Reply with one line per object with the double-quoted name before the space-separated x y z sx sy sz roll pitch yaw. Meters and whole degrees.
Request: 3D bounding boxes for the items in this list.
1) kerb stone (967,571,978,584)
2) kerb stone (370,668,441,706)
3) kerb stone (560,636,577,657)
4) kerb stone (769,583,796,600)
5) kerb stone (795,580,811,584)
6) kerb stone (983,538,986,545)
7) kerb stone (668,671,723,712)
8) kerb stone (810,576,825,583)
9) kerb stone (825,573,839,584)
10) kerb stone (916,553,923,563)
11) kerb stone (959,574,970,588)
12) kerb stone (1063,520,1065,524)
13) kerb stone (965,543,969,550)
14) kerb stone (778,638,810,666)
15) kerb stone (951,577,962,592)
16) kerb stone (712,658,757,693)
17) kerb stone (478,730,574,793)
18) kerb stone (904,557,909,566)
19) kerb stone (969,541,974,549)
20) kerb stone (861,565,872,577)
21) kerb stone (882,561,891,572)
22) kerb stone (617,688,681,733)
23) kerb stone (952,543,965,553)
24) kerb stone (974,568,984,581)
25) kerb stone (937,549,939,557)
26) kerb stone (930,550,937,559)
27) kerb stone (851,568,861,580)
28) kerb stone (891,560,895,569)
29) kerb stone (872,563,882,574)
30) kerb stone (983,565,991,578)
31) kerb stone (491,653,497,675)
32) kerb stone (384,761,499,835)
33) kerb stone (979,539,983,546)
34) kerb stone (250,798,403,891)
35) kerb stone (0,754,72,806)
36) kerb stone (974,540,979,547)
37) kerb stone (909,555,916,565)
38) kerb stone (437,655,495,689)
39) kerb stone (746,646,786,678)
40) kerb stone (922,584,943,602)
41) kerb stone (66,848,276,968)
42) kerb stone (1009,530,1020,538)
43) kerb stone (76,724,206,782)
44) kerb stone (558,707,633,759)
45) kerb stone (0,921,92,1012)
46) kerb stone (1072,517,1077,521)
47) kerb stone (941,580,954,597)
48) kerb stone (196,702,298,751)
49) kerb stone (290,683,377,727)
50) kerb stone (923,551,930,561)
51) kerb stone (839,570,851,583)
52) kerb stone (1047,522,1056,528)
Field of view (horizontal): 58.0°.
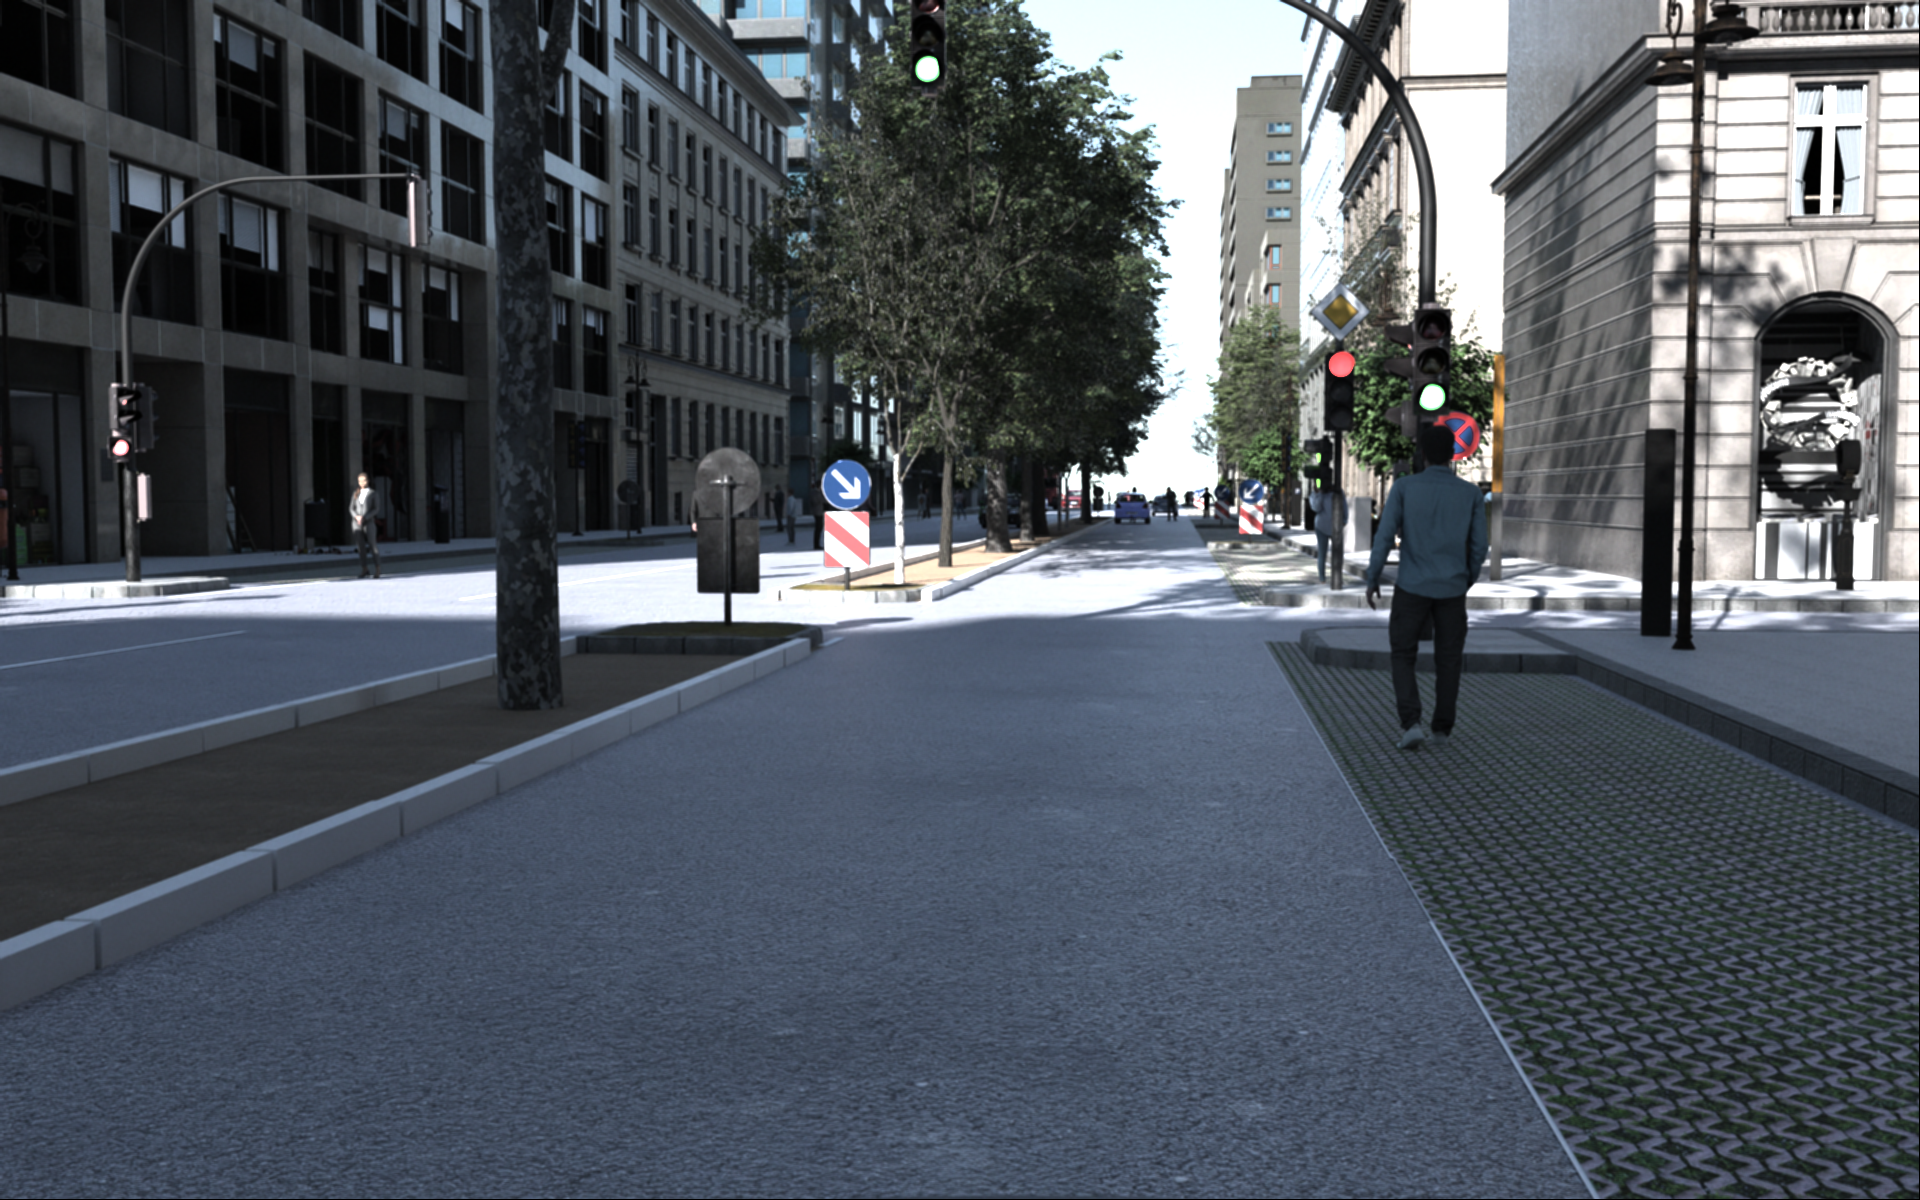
"kerb stone" 0.125 -0.330 27.597 0.120 0.150 1.000 0 4 7
"kerb stone" -3.915 0.618 12.098 0.120 0.150 1.000 0 4 7
"kerb stone" -3.528 0.433 15.157 0.120 0.150 1.000 0 4 7
"kerb stone" -2.456 -0.094 23.818 0.120 0.150 1.000 0 4 7
"kerb stone" -2.335 -0.162 24.838 0.120 0.150 1.000 0 4 7
"kerb stone" 0.567 -1.593 48.242 0.120 0.150 1.000 0 4 7
"kerb stone" -1.831 0.633 11.846 0.120 0.150 1.000 0 4 7
"kerb stone" -2.213 -0.224 25.858 0.120 0.150 1.000 0 4 7
"kerb stone" -2.076 -0.286 26.873 0.120 0.150 1.000 0 4 7
"kerb stone" -0.948 -0.843 36.040 0.120 0.150 1.000 0 4 7
"kerb stone" -0.003 -0.265 26.583 0.120 0.150 1.000 0 4 7
"kerb stone" 4.728 -3.642 81.818 0.120 0.150 1.000 0 4 7
"kerb stone" 0.056 -1.340 44.177 0.120 0.150 1.000 0 4 7
"kerb stone" -1.451 0.446 14.902 0.120 0.150 1.000 0 4 7
"kerb stone" -0.122 -0.206 25.568 0.120 0.150 1.000 0 4 7
"kerb stone" -1.708 0.571 12.861 0.120 0.150 1.000 0 4 7
"kerb stone" -2.204 0.819 8.798 0.120 0.150 1.000 0 4 7
"kerb stone" -1.197 -0.718 34.007 0.120 0.150 1.000 0 4 7
"kerb stone" 0.190 -1.403 45.190 0.120 0.150 1.000 0 4 7
"kerb stone" -1.709 -0.473 29.925 0.120 0.150 1.000 0 4 7
"kerb stone" -1.460 -0.597 31.961 0.120 0.150 1.000 0 4 7
"kerb stone" -1.961 0.695 10.832 0.120 0.150 1.000 0 4 7
"kerb stone" -0.066 -1.279 43.152 0.120 0.150 1.000 0 4 7
"kerb stone" 0.241 -0.392 28.612 0.120 0.150 1.000 0 4 7
"kerb stone" -0.575 -1.033 39.094 0.120 0.150 1.000 0 4 7
"kerb stone" -0.693 -0.971 38.078 0.120 0.150 1.000 0 4 7
"kerb stone" -1.838 -0.410 28.905 0.120 0.150 1.000 0 4 7
"kerb stone" -1.332 -0.659 32.982 0.120 0.150 1.000 0 4 7
"kerb stone" -1.584 -0.534 30.946 0.120 0.150 1.000 0 4 7
"kerb stone" 0.369 -0.455 29.636 0.120 0.150 1.000 0 4 7
"kerb stone" -3.661 0.495 14.143 0.120 0.150 1.000 0 4 7
"kerb stone" -2.331 0.888 7.767 0.120 0.150 1.000 0 4 7
"kerb stone" 0.438 -1.525 47.223 0.120 0.150 1.000 0 4 7
"kerb stone" -2.460 0.945 6.748 0.120 0.150 1.000 0 4 7
"kerb stone" -4.412 0.866 8.031 0.120 0.150 1.000 0 4 7
"kerb stone" 0.315 -1.465 46.209 0.120 0.150 1.000 0 4 7
"kerb stone" -1.074 -0.784 35.026 0.120 0.150 1.000 0 4 7
"kerb stone" -3.792 0.560 13.117 0.120 0.150 1.000 0 4 7
"kerb stone" -1.583 0.508 13.885 0.120 0.150 1.000 0 4 7
"kerb stone" -0.385 -0.082 23.540 0.120 0.150 1.000 0 4 7
"kerb stone" -2.590 1.008 5.732 0.120 0.150 1.000 0 4 7
"kerb stone" 1.831 -2.217 58.438 0.120 0.150 1.000 0 4 7
"kerb stone" -4.291 0.804 9.051 0.120 0.150 1.000 0 4 7
"kerb stone" -2.084 0.757 9.817 0.120 0.150 1.000 0 4 7
"kerb stone" -2.722 1.071 4.718 0.120 0.150 1.000 0 4 7
"kerb stone" 5.989 -4.269 91.992 0.120 0.150 1.000 0 4 7
"kerb stone" -0.248 -0.144 24.554 0.120 0.150 1.000 0 4 7
"kerb stone" -4.174 0.744 10.068 0.120 0.150 1.000 0 4 7
"kerb stone" -4.036 0.680 11.081 0.120 0.150 1.000 0 4 7
"kerb stone" -0.820 -0.909 37.064 0.120 0.150 1.000 0 4 7
"kerb stone" -1.956 -0.348 27.890 0.120 0.150 1.000 0 4 7
"kerb stone" 3.975 -3.272 75.718 0.120 0.150 1.000 0 4 7
